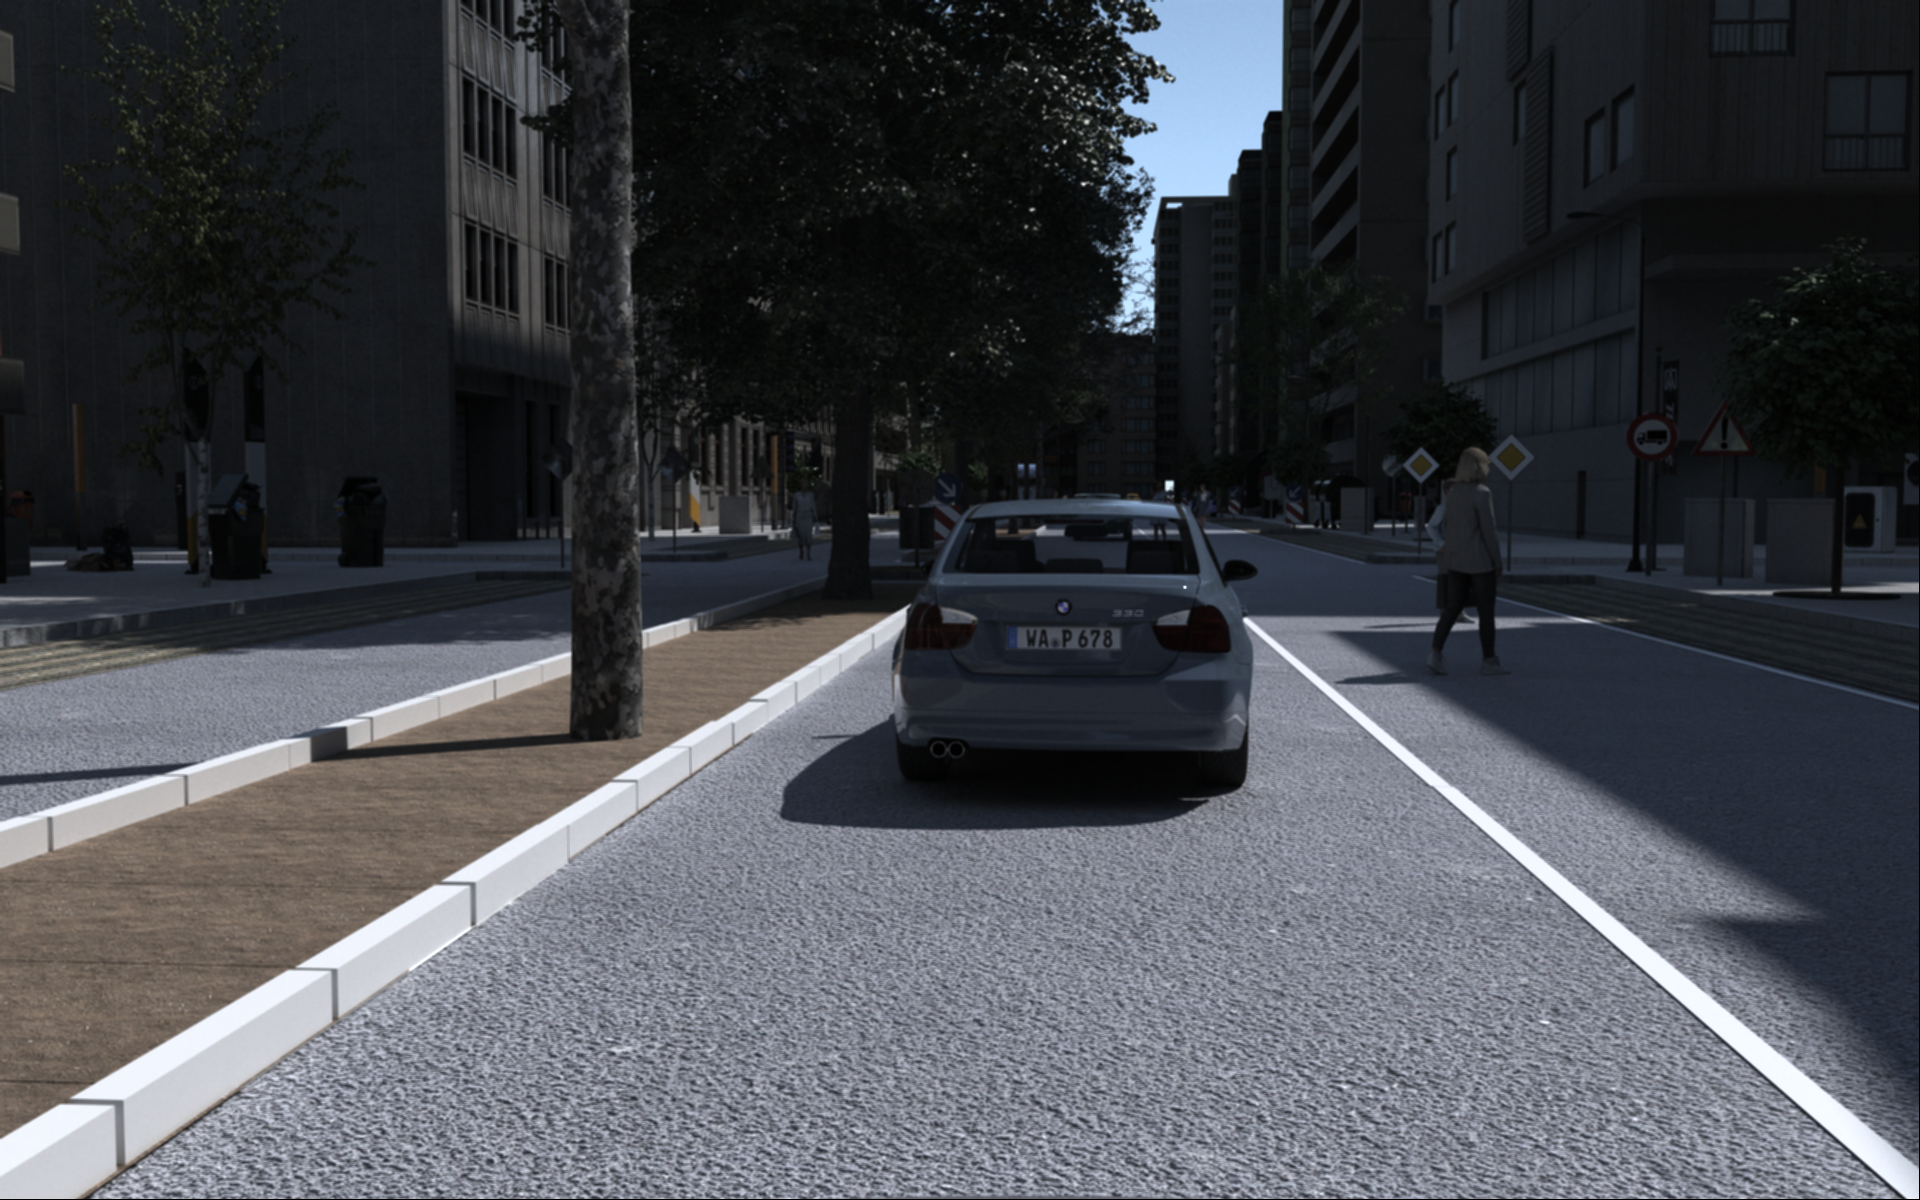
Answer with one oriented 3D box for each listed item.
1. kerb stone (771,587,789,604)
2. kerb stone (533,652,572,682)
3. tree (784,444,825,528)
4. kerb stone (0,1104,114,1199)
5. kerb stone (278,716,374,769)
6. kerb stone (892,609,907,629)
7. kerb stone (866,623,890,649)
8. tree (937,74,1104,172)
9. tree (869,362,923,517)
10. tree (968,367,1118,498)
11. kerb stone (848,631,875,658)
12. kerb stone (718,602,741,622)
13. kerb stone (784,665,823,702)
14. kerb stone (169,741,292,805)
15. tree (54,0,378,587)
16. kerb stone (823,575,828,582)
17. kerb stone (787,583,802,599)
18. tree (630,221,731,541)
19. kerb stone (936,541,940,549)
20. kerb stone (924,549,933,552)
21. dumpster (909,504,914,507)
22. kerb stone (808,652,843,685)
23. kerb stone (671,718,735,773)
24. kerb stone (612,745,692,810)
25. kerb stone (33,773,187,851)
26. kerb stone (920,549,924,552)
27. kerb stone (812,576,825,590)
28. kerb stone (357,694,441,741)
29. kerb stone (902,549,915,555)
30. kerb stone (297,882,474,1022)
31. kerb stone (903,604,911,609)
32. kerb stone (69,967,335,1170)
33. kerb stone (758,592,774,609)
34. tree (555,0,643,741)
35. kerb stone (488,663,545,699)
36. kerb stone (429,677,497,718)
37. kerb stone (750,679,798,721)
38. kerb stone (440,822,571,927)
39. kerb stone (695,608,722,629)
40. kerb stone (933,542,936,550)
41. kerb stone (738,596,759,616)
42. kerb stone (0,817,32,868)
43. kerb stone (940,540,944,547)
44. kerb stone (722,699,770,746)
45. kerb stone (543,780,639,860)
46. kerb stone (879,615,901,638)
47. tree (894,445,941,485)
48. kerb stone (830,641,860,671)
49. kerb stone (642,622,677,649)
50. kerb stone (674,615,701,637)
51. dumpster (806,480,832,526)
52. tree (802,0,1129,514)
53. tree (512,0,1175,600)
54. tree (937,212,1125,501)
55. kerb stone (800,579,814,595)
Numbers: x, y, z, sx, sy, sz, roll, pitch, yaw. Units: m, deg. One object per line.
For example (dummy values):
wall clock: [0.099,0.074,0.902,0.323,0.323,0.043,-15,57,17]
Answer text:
kerb stone: [-2.429,-0.032,22.719,0.120,0.150,1.000,0,4,5]
kerb stone: [-3.161,0.530,13.529,0.120,0.150,1.000,0,4,5]
tree: [-6.211,-4.355,65.800,1.663,3.219,1.824,0,3,0]
kerb stone: [-1.872,1.165,3.144,0.120,0.150,1.000,0,4,5]
kerb stone: [-3.483,0.788,9.452,0.120,0.150,1.000,0,4,5]
kerb stone: [-0.660,0.227,18.478,0.120,0.150,1.000,0,4,5]
kerb stone: [-0.813,0.352,16.433,0.120,0.150,1.000,0,4,5]
tree: [0.904,-8.348,49.321,12.009,13.543,11.850,0,3,0]
tree: [-3.932,-8.900,95.882,4.360,8.622,3.978,0,3,0]
tree: [4.549,-9.724,95.863,8.767,10.594,7.601,0,4,5]
kerb stone: [-0.903,0.415,15.412,0.120,0.150,1.000,0,4,5]
kerb stone: [-2.674,0.155,19.663,0.120,0.150,1.000,0,4,5]
kerb stone: [-1.137,0.603,12.349,0.120,0.150,1.000,0,4,5]
kerb stone: [-3.555,0.844,8.432,0.120,0.150,1.000,0,4,5]
tree: [-10.407,-4.499,23.918,4.737,8.622,4.395,0,3,0]
kerb stone: [-2.109,-0.279,26.808,0.120,0.150,1.000,0,4,5]
kerb stone: [-2.347,-0.095,23.746,0.120,0.150,1.000,0,4,5]
tree: [-8.298,-5.887,46.620,4.360,8.622,3.978,0,3,0]
kerb stone: [-0.686,-1.382,44.793,0.120,0.150,1.000,0,4,5]
kerb stone: [-0.846,-1.257,42.750,0.120,0.150,1.000,0,4,5]
dumpster: [-2.868,-6.383,106.862,1.502,2.255,1.985,0,4,4]
kerb stone: [-1.058,0.540,13.370,0.120,0.150,1.000,0,4,5]
kerb stone: [-1.385,0.789,9.293,0.120,0.150,1.000,0,4,5]
kerb stone: [-1.467,0.851,8.275,0.120,0.150,1.000,0,4,5]
kerb stone: [-3.639,0.908,7.411,0.120,0.150,1.000,0,4,5]
kerb stone: [-1.012,-1.132,40.696,0.120,0.150,1.000,0,4,5]
kerb stone: [-2.189,-0.220,25.787,0.120,0.150,1.000,0,4,5]
kerb stone: [-3.400,0.717,10.472,0.120,0.150,1.000,0,4,5]
kerb stone: [-1.169,-1.006,38.641,0.120,0.150,1.000,0,4,5]
kerb stone: [-1.707,1.043,5.198,0.120,0.150,1.000,0,4,5]
kerb stone: [-0.577,0.167,19.496,0.120,0.150,1.000,0,4,5]
kerb stone: [-1.790,1.102,4.171,0.120,0.150,1.000,0,4,5]
kerb stone: [-2.513,0.032,21.700,0.120,0.150,1.000,0,4,5]
tree: [-3.222,-9.308,10.529,12.611,20.169,13.585,0,3,0]
kerb stone: [-3.238,0.594,12.509,0.120,0.150,1.000,0,4,5]
kerb stone: [-3.324,0.655,11.491,0.120,0.150,1.000,0,4,5]
kerb stone: [-1.222,0.665,11.331,0.120,0.150,1.000,0,4,5]
kerb stone: [-1.621,0.976,6.230,0.120,0.150,1.000,0,4,5]
kerb stone: [-2.751,0.218,18.626,0.120,0.150,1.000,0,4,5]
kerb stone: [-0.765,-1.318,43.771,0.120,0.150,1.000,0,4,5]
kerb stone: [-2.586,0.093,20.681,0.120,0.150,1.000,0,4,5]
kerb stone: [-3.722,0.967,6.386,0.120,0.150,1.000,0,4,5]
kerb stone: [-0.604,-1.444,45.812,0.120,0.150,1.000,0,4,5]
kerb stone: [-1.300,0.740,10.312,0.120,0.150,1.000,0,4,5]
kerb stone: [-1.545,0.920,7.250,0.120,0.150,1.000,0,4,5]
kerb stone: [-0.737,0.290,17.452,0.120,0.150,1.000,0,4,5]
tree: [-2.825,-7.889,112.703,4.285,4.588,4.351,0,3,0]
kerb stone: [-0.976,0.477,14.393,0.120,0.150,1.000,0,4,5]
kerb stone: [-2.914,0.346,16.589,0.120,0.150,1.000,0,4,5]
kerb stone: [-2.832,0.288,17.608,0.120,0.150,1.000,0,4,5]
dumpster: [-5.759,-3.985,70.914,1.264,1.857,1.865,0,4,5]
tree: [-0.046,-7.277,39.565,7.486,12.596,7.792,0,3,0]
tree: [-1.524,-6.977,23.186,9.857,13.997,8.962,0,3,0]
tree: [1.978,-8.083,60.376,9.928,11.665,9.643,0,3,0]
kerb stone: [-2.267,-0.157,24.765,0.120,0.150,1.000,0,4,5]
